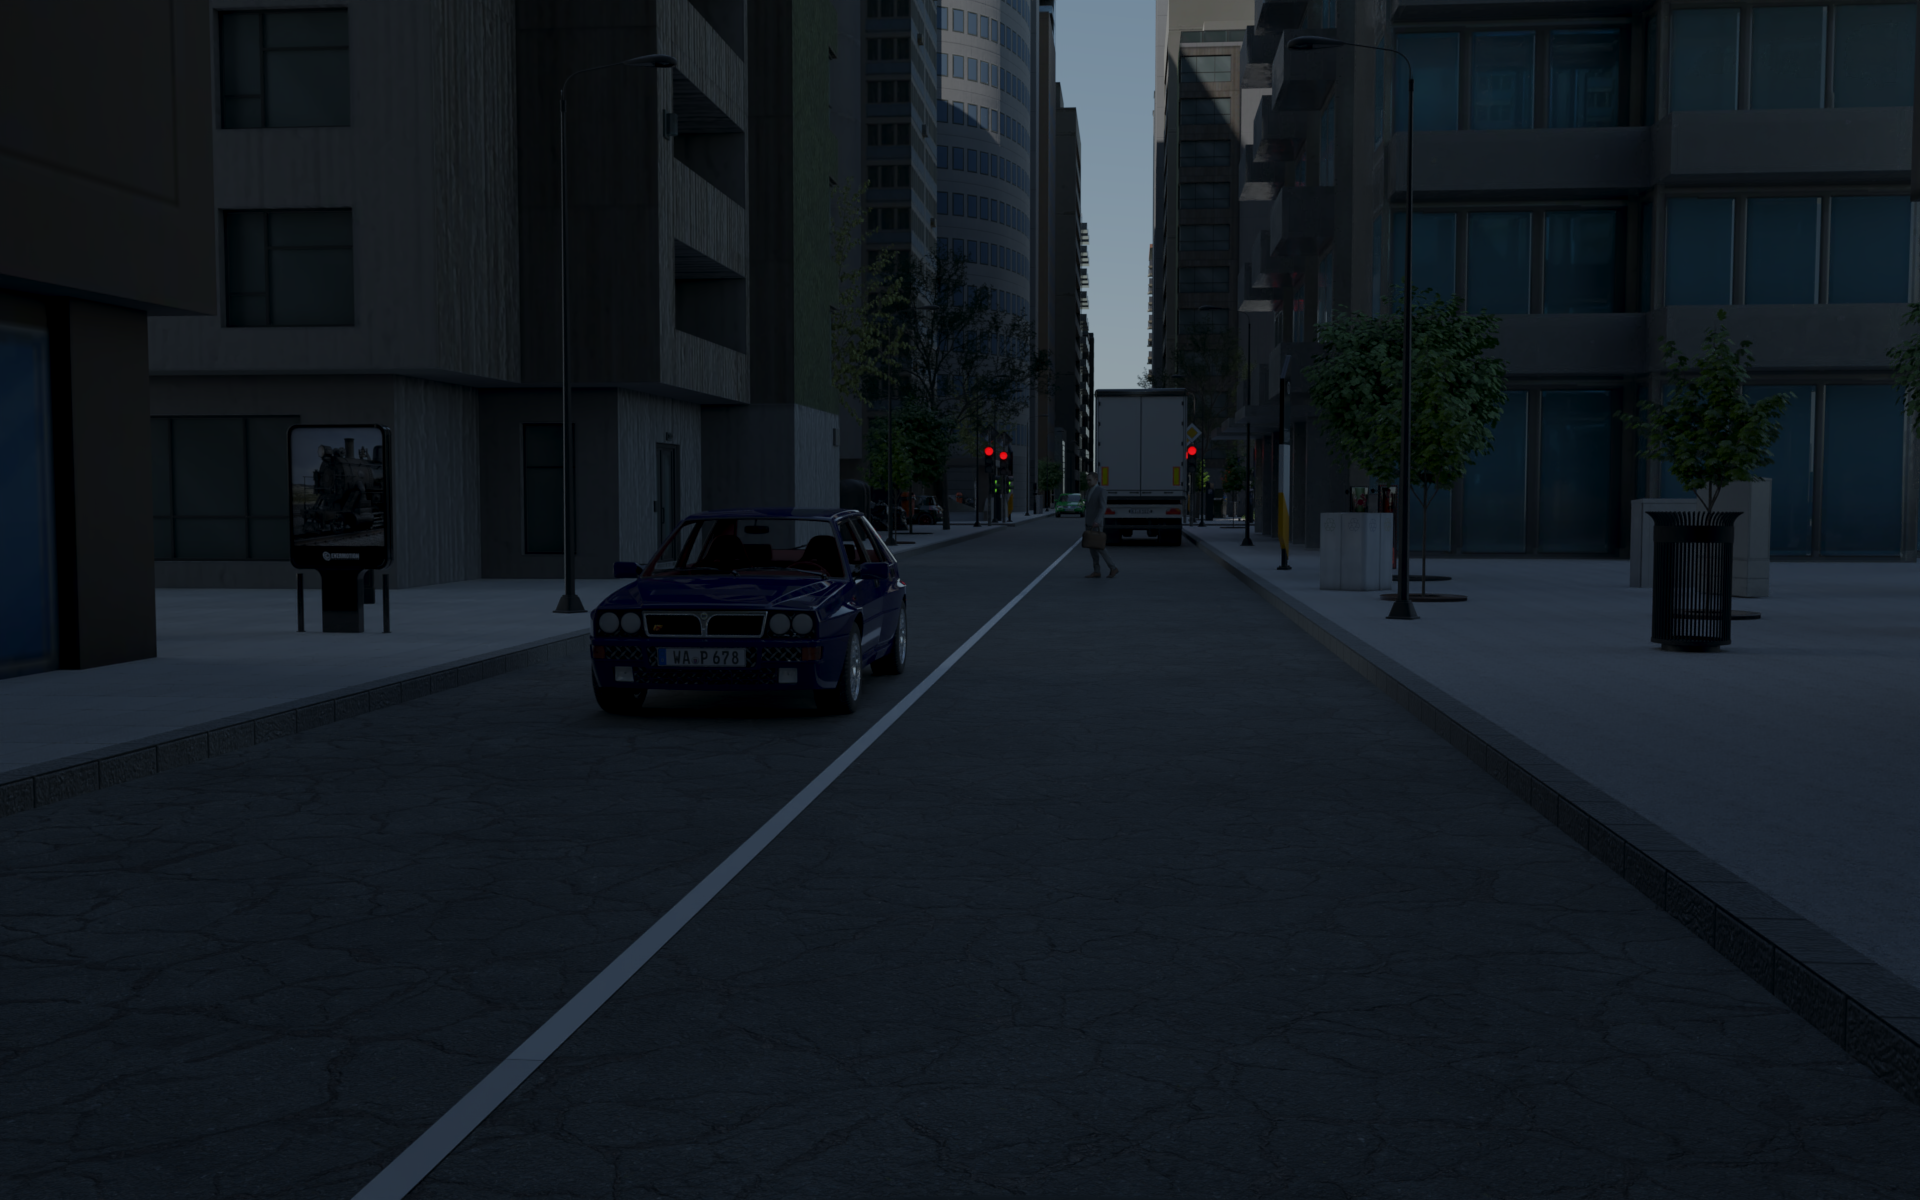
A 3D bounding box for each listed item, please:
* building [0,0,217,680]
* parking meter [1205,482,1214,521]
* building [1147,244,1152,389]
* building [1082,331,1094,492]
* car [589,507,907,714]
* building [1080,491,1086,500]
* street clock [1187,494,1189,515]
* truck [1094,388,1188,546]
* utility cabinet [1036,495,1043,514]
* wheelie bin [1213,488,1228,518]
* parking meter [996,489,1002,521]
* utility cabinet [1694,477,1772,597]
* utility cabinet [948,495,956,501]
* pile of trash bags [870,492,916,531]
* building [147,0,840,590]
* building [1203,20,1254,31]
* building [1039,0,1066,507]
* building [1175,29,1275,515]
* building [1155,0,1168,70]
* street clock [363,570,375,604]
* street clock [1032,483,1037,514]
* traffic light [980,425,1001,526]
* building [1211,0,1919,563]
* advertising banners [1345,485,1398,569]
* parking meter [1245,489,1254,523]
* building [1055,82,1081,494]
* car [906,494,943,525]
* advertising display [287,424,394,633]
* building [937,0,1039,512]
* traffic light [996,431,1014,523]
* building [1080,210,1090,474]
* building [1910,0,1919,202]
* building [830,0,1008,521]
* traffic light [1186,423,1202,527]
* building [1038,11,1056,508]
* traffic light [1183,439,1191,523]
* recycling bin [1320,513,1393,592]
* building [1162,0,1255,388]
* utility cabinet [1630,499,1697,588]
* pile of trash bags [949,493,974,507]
[{"bbox_3d":[-13.481,-21.780,6.210,14.600,45.320,14.200,0,4,6],"label":"building"},{"bbox_3d":[11.942,-4.717,82.834,0.399,1.863,0.255,0,4,-5],"label":"parking meter"},{"bbox_3d":[42.874,-39.086,293.683,22.147,44.769,28.867,0,4,6],"label":"building"},{"bbox_3d":[15.969,-32.246,298.923,14.160,30.474,14.107,0,4,6],"label":"building"},{"bbox_3d":[-1.415,0.000,12.581,1.945,1.354,3.894,0,4,5],"label":"car"},{"bbox_3d":[1.982,-34.098,249.380,32.217,40.220,23.993,0,4,6],"label":"building"},{"bbox_3d":[13.831,-6.122,104.662,0.471,2.002,0.358,2,4,34],"label":"street clock"},{"bbox_3d":[5.366,-3.835,51.616,2.839,4.237,11.283,0,4,6],"label":"truck"},{"bbox_3d":[5.115,-6.151,111.733,0.306,1.237,1.020,1,4,13],"label":"utility cabinet"},{"bbox_3d":[13.800,-5.153,92.157,0.980,1.594,0.693,2,4,32],"label":"wheelie bin"},{"bbox_3d":[1.798,-4.504,82.053,0.372,1.533,0.369,0,3,0],"label":"parking meter"},{"bbox_3d":[9.734,-0.803,21.809,0.318,1.500,1.173,0,4,-7],"label":"utility cabinet"},{"bbox_3d":[-0.729,-6.184,112.269,1.020,1.237,0.306,-1,4,-12],"label":"utility cabinet"},{"bbox_3d":[-2.614,-3.139,61.082,1.912,1.369,3.447,2,4,31],"label":"pile of trash bags"},{"bbox_3d":[-10.125,-15.710,28.553,14.160,30.474,14.107,0,4,6],"label":"building"},{"bbox_3d":[31.176,-27.242,137.291,32.217,40.220,23.993,0,4,6],"label":"building"},{"bbox_3d":[0.290,-53.141,181.519,22.319,86.520,31.000,0,4,6],"label":"building"},{"bbox_3d":[20.900,-20.780,111.462,14.160,30.474,14.107,0,4,6],"label":"building"},{"bbox_3d":[31.511,-39.452,187.042,21.231,58.520,28.212,0,4,6],"label":"building"},{"bbox_3d":[-6.948,-0.956,20.208,0.471,2.002,0.358,-1,4,-13],"label":"street clock"},{"bbox_3d":[4.729,-6.405,109.288,0.358,2.002,0.471,0,4,4],"label":"street clock"},{"bbox_3d":[1.197,-4.904,69.101,0.839,4.253,0.868,0,4,6],"label":"traffic light"},{"bbox_3d":[19.082,-26.014,44.930,23.786,49.044,30.456,0,4,6],"label":"building"},{"bbox_3d":[7.243,-2.031,29.390,2.074,3.025,0.090,-3,4,-38],"label":"advertising banners"},{"bbox_3d":[12.752,-4.154,76.324,0.372,1.533,0.369,0,3,0],"label":"parking meter"},{"bbox_3d":[3.563,-35.782,208.735,21.300,48.544,21.600,0,4,6],"label":"building"},{"bbox_3d":[-2.730,-3.846,72.663,4.222,1.686,2.009,0,4,6],"label":"car"},{"bbox_3d":[-5.719,-0.660,16.005,0.974,1.923,0.123,1,4,9],"label":"advertising display"},{"bbox_3d":[-5.496,-35.708,125.827,21.231,58.520,28.212,0,4,6],"label":"building"},{"bbox_3d":[1.974,-5.390,77.048,0.839,4.253,0.868,0,4,6],"label":"traffic light"},{"bbox_3d":[9.274,-40.159,276.203,23.786,49.044,30.456,0,4,6],"label":"building"},{"bbox_3d":[40.879,-22.735,55.310,14.086,41.232,14.154,0,4,6],"label":"building"},{"bbox_3d":[-14.060,-24.303,89.242,32.217,40.220,23.993,0,4,6],"label":"building"},{"bbox_3d":[9.122,-4.858,68.345,0.839,4.253,0.868,0,4,6],"label":"traffic light"},{"bbox_3d":[1.577,-31.185,159.986,14.600,45.320,14.200,0,4,6],"label":"building"},{"bbox_3d":[9.899,-5.344,76.292,0.839,4.253,0.868,0,4,6],"label":"traffic light"},{"bbox_3d":[5.313,-0.652,23.219,0.722,1.027,0.722,3,5,45],"label":"recycling bin"},{"bbox_3d":[29.932,-32.950,162.441,21.300,48.544,21.600,0,4,6],"label":"building"},{"bbox_3d":[9.766,-0.776,23.843,1.020,1.237,0.306,-1,4,-9],"label":"utility cabinet"},{"bbox_3d":[-0.064,-6.083,109.207,1.912,1.369,3.447,0,4,-2],"label":"pile of trash bags"}]
